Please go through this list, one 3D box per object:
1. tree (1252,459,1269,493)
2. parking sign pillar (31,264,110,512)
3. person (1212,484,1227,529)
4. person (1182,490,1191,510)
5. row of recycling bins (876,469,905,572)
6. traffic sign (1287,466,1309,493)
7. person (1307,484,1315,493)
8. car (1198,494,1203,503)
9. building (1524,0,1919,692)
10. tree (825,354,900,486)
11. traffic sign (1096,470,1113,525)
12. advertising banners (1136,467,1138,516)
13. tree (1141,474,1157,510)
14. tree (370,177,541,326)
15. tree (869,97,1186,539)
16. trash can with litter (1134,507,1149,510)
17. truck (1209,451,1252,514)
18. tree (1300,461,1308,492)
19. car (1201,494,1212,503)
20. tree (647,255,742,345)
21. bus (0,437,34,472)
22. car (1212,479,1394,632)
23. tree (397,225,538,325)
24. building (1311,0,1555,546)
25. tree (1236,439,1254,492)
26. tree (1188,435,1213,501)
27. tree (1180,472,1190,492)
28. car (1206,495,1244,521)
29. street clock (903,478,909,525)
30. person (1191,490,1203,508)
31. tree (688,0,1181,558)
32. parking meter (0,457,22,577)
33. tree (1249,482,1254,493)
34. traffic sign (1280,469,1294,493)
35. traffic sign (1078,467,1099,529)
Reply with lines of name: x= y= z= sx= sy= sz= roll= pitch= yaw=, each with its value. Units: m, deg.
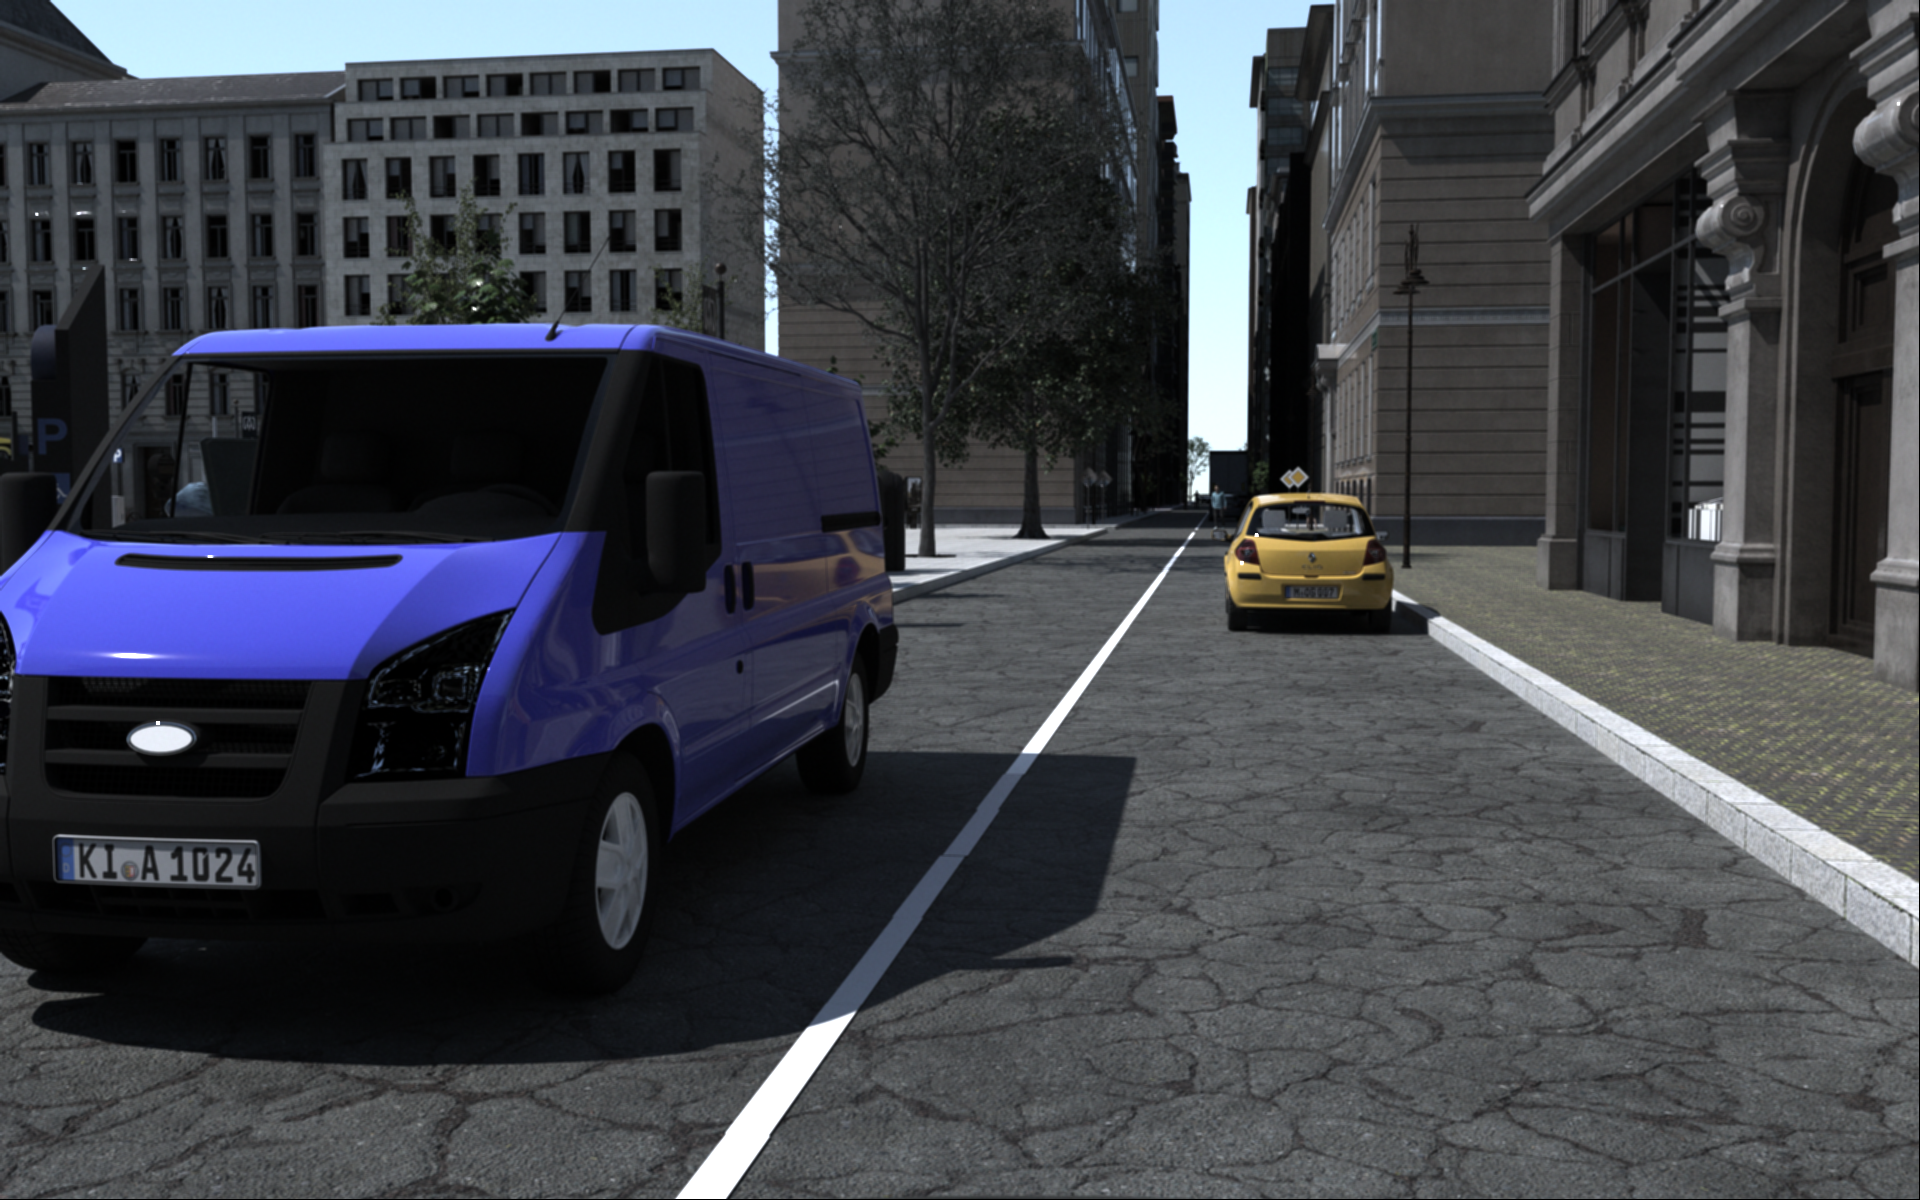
tree: x=26.362 y=-9.970 z=146.727 sx=4.285 sy=4.588 sz=4.351 roll=0 pitch=3 yaw=0
parking sign pillar: x=-10.141 y=-1.915 z=19.782 sx=1.447 sy=3.967 sz=1.447 roll=-1 pitch=4 yaw=-9
person: x=10.539 y=-3.780 z=70.318 sx=0.660 sy=1.820 sz=0.620 roll=2 pitch=4 yaw=25
person: x=20.227 y=-8.962 z=155.034 sx=0.705 sy=1.824 sz=1.348 roll=-2 pitch=4 yaw=-29
row of recycling bins: x=-1.928 y=-1.263 z=27.767 sx=1.069 sy=1.692 sz=3.534 roll=2 pitch=4 yaw=28
traffic sign: x=12.163 y=-3.591 z=62.363 sx=0.795 sy=2.450 sz=0.064 roll=1 pitch=4 yaw=9
person: x=13.164 y=-3.451 z=64.955 sx=0.581 sy=1.822 sz=0.654 roll=-1 pitch=4 yaw=-20
car: x=39.375 y=-16.393 z=279.821 sx=2.131 sy=1.459 sz=4.920 roll=0 pitch=4 yaw=8
building: x=12.162 y=-10.425 z=21.366 sx=10.553 sy=20.767 sz=40.483 roll=1 pitch=4 yaw=9
tree: x=-1.655 y=-1.795 z=23.949 sx=1.663 sy=3.219 sz=1.824 roll=0 pitch=3 yaw=0
traffic sign: x=5.903 y=-4.144 z=71.404 sx=0.795 sy=2.450 sz=0.064 roll=1 pitch=4 yaw=9
advertising banners: x=10.221 y=-6.334 z=99.752 sx=0.090 sy=3.025 sz=2.074 roll=0 pitch=4 yaw=6
tree: x=15.566 y=-9.109 z=143.539 sx=1.663 sy=3.219 sz=1.824 roll=0 pitch=3 yaw=0
tree: x=-12.024 y=-5.535 z=40.864 sx=4.737 sy=8.622 sz=4.395 roll=0 pitch=3 yaw=0
tree: x=1.972 y=-8.126 z=49.860 sx=9.611 sy=12.733 sz=9.660 roll=0 pitch=3 yaw=0
trash can with litter: x=14.357 y=-7.833 z=139.127 sx=2.233 sy=1.210 sz=1.678 roll=2 pitch=4 yaw=26
truck: x=18.266 y=-7.845 z=117.171 sx=2.839 sy=4.237 sz=11.283 roll=1 pitch=4 yaw=10
tree: x=17.709 y=-5.656 z=87.074 sx=1.663 sy=3.219 sz=1.824 roll=0 pitch=3 yaw=0
car: x=37.715 y=-15.465 z=264.653 sx=2.131 sy=1.459 sz=4.920 roll=0 pitch=4 yaw=7
tree: x=-8.635 y=-6.324 z=53.752 sx=4.737 sy=8.622 sz=4.395 roll=0 pitch=3 yaw=0
bus: x=-45.169 y=-5.105 z=75.015 sx=12.252 sy=3.916 sz=2.896 roll=0 pitch=4 yaw=8
car: x=3.846 y=-0.566 z=19.482 sx=2.015 sy=1.641 sz=3.980 roll=1 pitch=4 yaw=8
tree: x=-3.323 y=-1.094 z=12.494 sx=1.663 sy=3.219 sz=1.824 roll=0 pitch=3 yaw=0
building: x=17.845 y=-16.205 z=50.853 sx=13.634 sy=28.700 sz=20.117 roll=1 pitch=4 yaw=9
tree: x=39.043 y=-17.299 z=233.204 sx=4.737 sy=8.622 sz=4.395 roll=0 pitch=3 yaw=0
tree: x=40.511 y=-23.082 z=303.138 sx=9.928 sy=11.665 sz=9.643 roll=0 pitch=3 yaw=0
tree: x=27.767 y=-14.600 z=222.425 sx=4.285 sy=4.588 sz=4.351 roll=0 pitch=3 yaw=0
car: x=14.206 y=-4.936 z=92.704 sx=2.014 sy=1.417 sz=4.499 roll=0 pitch=4 yaw=7
street clock: x=-2.103 y=-4.107 z=71.718 sx=0.358 sy=2.002 sz=0.471 roll=-3 pitch=5 yaw=-44
person: x=23.586 y=-10.029 z=172.465 sx=1.348 sy=1.826 sz=0.705 roll=1 pitch=4 yaw=13
tree: x=-0.523 y=-7.610 z=34.790 sx=12.009 sy=13.543 sz=11.850 roll=0 pitch=3 yaw=0
parking meter: x=-14.836 y=-1.303 z=27.012 sx=0.255 sy=1.863 sz=0.399 roll=2 pitch=4 yaw=32
tree: x=38.966 y=-14.293 z=228.284 sx=1.663 sy=3.219 sz=1.824 roll=0 pitch=3 yaw=0
traffic sign: x=13.359 y=-4.074 z=70.258 sx=0.795 sy=2.450 sz=0.064 roll=1 pitch=4 yaw=9
traffic sign: x=4.707 y=-3.662 z=63.509 sx=0.795 sy=2.450 sz=0.064 roll=1 pitch=4 yaw=9
